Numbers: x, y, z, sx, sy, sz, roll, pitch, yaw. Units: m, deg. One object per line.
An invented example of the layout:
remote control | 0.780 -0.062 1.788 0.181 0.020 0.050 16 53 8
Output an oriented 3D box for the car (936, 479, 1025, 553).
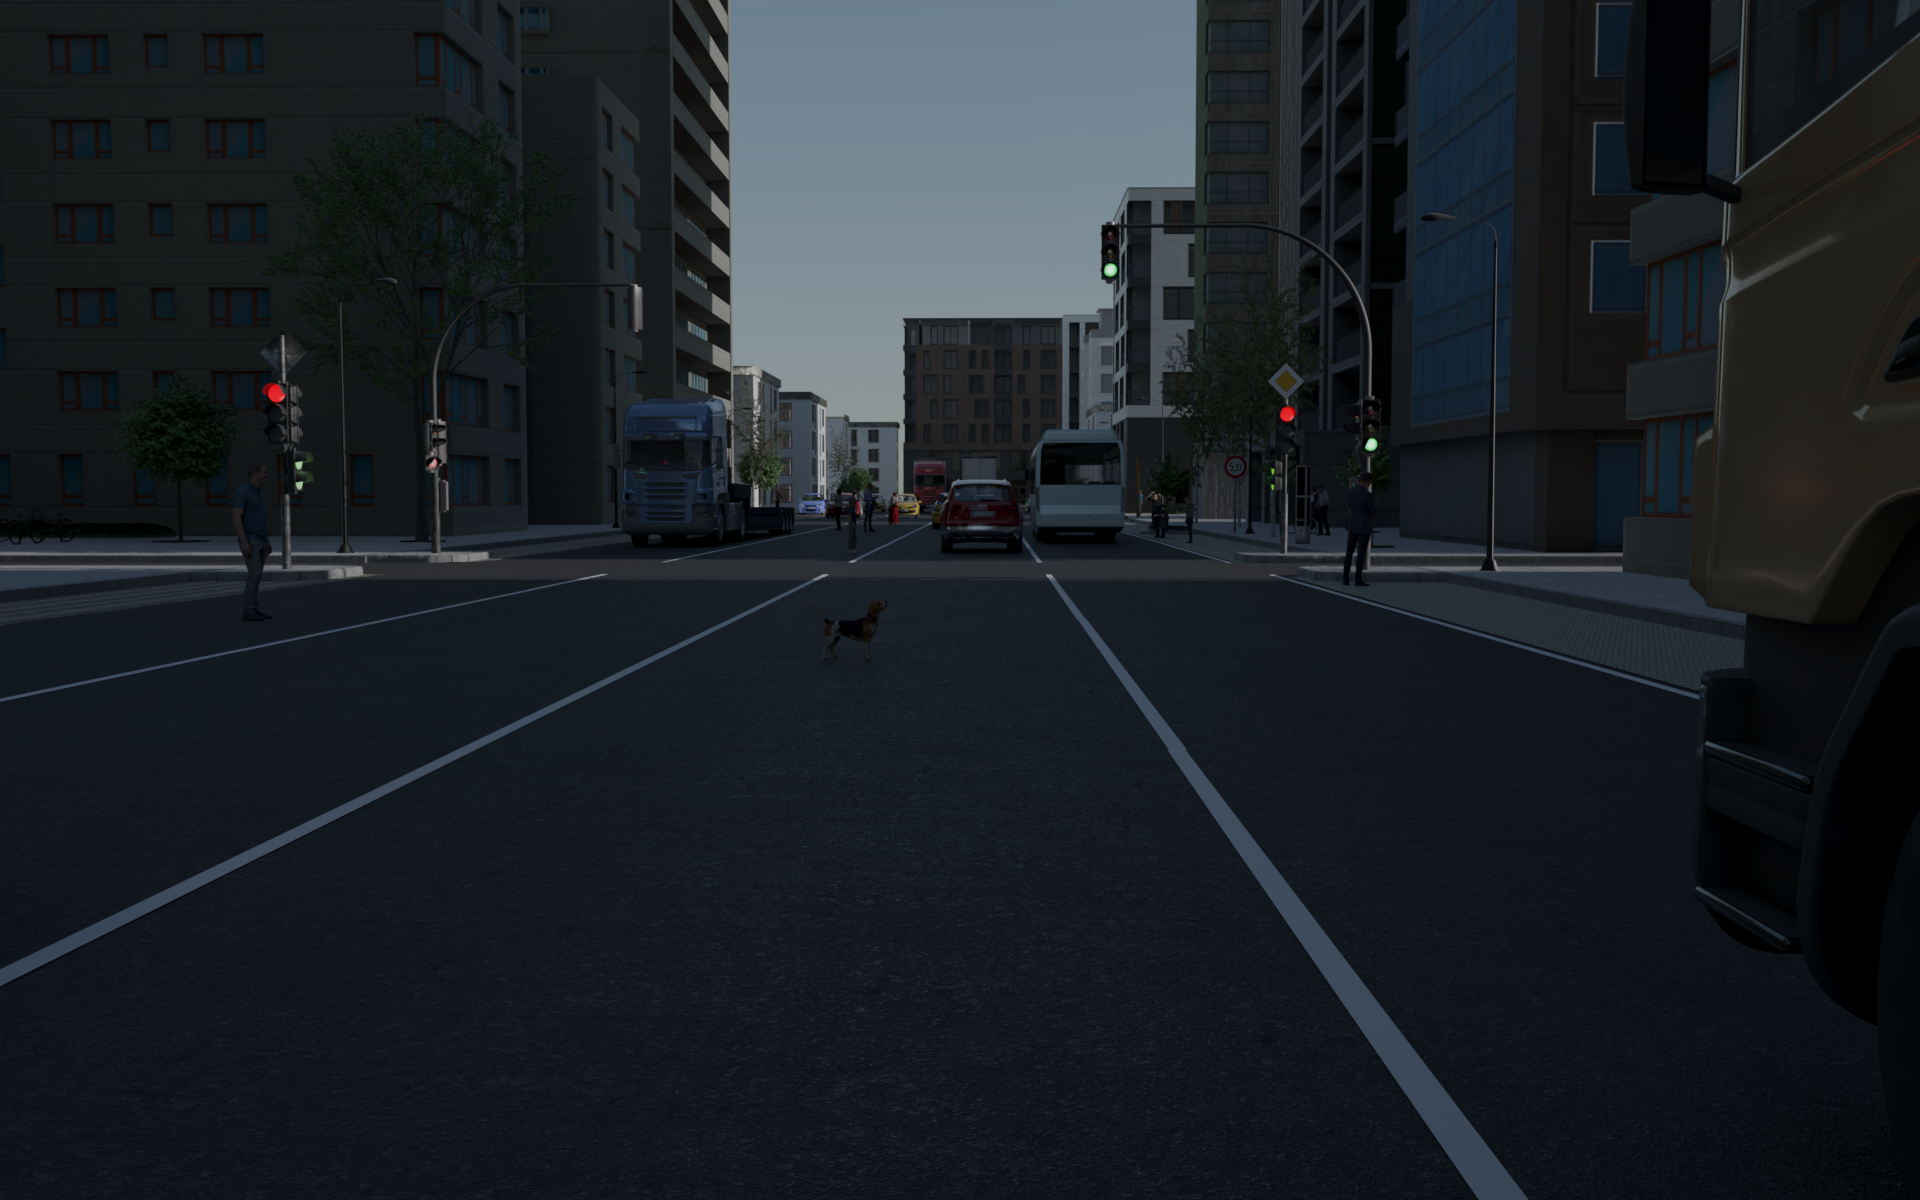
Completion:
car | 0.528 -2.161 43.999 2.281 1.827 5.304 0 3 0

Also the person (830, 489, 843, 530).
person | -4.866 -3.573 68.373 0.517 1.644 0.566 0 4 -5

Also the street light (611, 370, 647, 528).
street light | -12.434 -5.667 65.196 1.470 5.913 1.316 0 4 1

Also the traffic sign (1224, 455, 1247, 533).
traffic sign | 9.012 -3.462 56.714 0.768 2.556 0.104 0 4 4

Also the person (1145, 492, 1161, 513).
person | 12.928 -6.682 115.297 1.348 1.823 0.705 -2 4 -33

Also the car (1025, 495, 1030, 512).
car | 6.156 -7.872 137.510 1.959 1.807 4.718 0 4 0

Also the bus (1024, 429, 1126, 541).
bus | 3.606 -3.735 55.935 2.948 3.499 13.247 0 4 2

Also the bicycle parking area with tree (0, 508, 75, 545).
bicycle parking area with tree | -27.617 -3.421 42.933 8.231 4.147 9.016 1 4 18

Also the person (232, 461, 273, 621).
person | -8.044 -0.682 19.784 0.434 1.807 0.598 1 4 14

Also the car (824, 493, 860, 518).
car | -6.992 -5.781 103.554 2.155 1.783 4.494 0 4 2

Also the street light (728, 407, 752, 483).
street light | -11.855 -7.366 92.968 1.470 5.913 1.316 0 4 1

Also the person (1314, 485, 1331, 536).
person | 11.183 -2.758 53.356 0.590 1.554 0.614 -1 4 -10

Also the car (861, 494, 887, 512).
car | -6.778 -7.733 136.652 2.015 1.641 3.980 0 4 0

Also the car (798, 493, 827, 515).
car | -9.918 -6.569 116.995 1.945 1.707 3.694 0 3 0

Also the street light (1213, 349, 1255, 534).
street light | 8.786 -5.079 55.576 1.470 5.913 1.316 0 4 1

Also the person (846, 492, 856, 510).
person | -6.206 -5.395 99.077 0.546 1.535 0.453 -1 4 -19

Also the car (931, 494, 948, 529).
car | -0.241 -3.811 72.537 2.015 1.641 3.980 0 4 3

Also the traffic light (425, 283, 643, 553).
traffic light | -9.271 -3.843 37.503 4.771 5.953 1.251 0 4 1

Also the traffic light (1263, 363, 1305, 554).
traffic light | 6.955 -2.953 37.201 0.839 4.253 0.868 0 4 1

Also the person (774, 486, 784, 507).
person | -12.304 -6.782 117.064 0.705 1.807 1.348 1 4 21

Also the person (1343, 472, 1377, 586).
person | 6.228 -1.095 26.851 0.568 1.767 0.683 -3 5 -41

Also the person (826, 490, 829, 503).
person | -13.658 -10.487 178.169 0.621 1.740 0.551 -1 4 -20

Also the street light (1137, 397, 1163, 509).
street light | 9.189 -6.777 83.351 1.470 5.913 1.316 0 4 1

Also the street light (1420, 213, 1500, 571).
street light | 8.316 -3.441 28.809 1.470 5.913 1.316 0 4 1

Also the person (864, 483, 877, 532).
person | -3.340 -3.505 65.675 0.599 1.838 0.709 2 4 24

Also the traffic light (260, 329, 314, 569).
traffic light | -11.504 -2.483 29.521 0.839 4.253 0.868 0 4 1

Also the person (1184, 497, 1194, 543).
person | 6.656 -2.319 50.329 0.340 1.345 0.435 -2 4 -26

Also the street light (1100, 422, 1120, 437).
street light | 9.689 -8.487 111.300 1.470 5.913 1.316 0 4 1

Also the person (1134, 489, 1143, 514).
person | 11.563 -6.346 111.672 0.662 1.594 0.647 3 5 42

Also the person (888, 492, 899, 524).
person | -3.144 -4.344 81.991 0.523 1.526 0.387 0 4 -8

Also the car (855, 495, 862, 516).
car | -7.261 -6.058 111.049 2.014 1.417 4.499 0 4 2

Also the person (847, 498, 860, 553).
person | -2.592 -1.825 42.249 0.340 1.345 0.435 -1 4 -11

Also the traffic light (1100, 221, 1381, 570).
traffic light | 4.722 -3.330 29.112 4.771 5.953 1.251 0 4 1

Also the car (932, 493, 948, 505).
car | -0.350 -4.272 79.434 1.945 1.707 3.694 0 4 2

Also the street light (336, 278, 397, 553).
street light | -12.808 -3.968 37.421 1.470 5.913 1.316 0 4 1

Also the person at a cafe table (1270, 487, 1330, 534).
person at a cafe table | 11.277 -2.924 56.322 1.698 1.524 1.622 -2 4 -31

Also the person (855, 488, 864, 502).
person | -7.183 -6.802 119.726 1.348 1.823 0.705 2 4 28

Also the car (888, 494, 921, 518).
car | -3.350 -5.806 105.159 2.015 1.641 3.980 0 4 0
